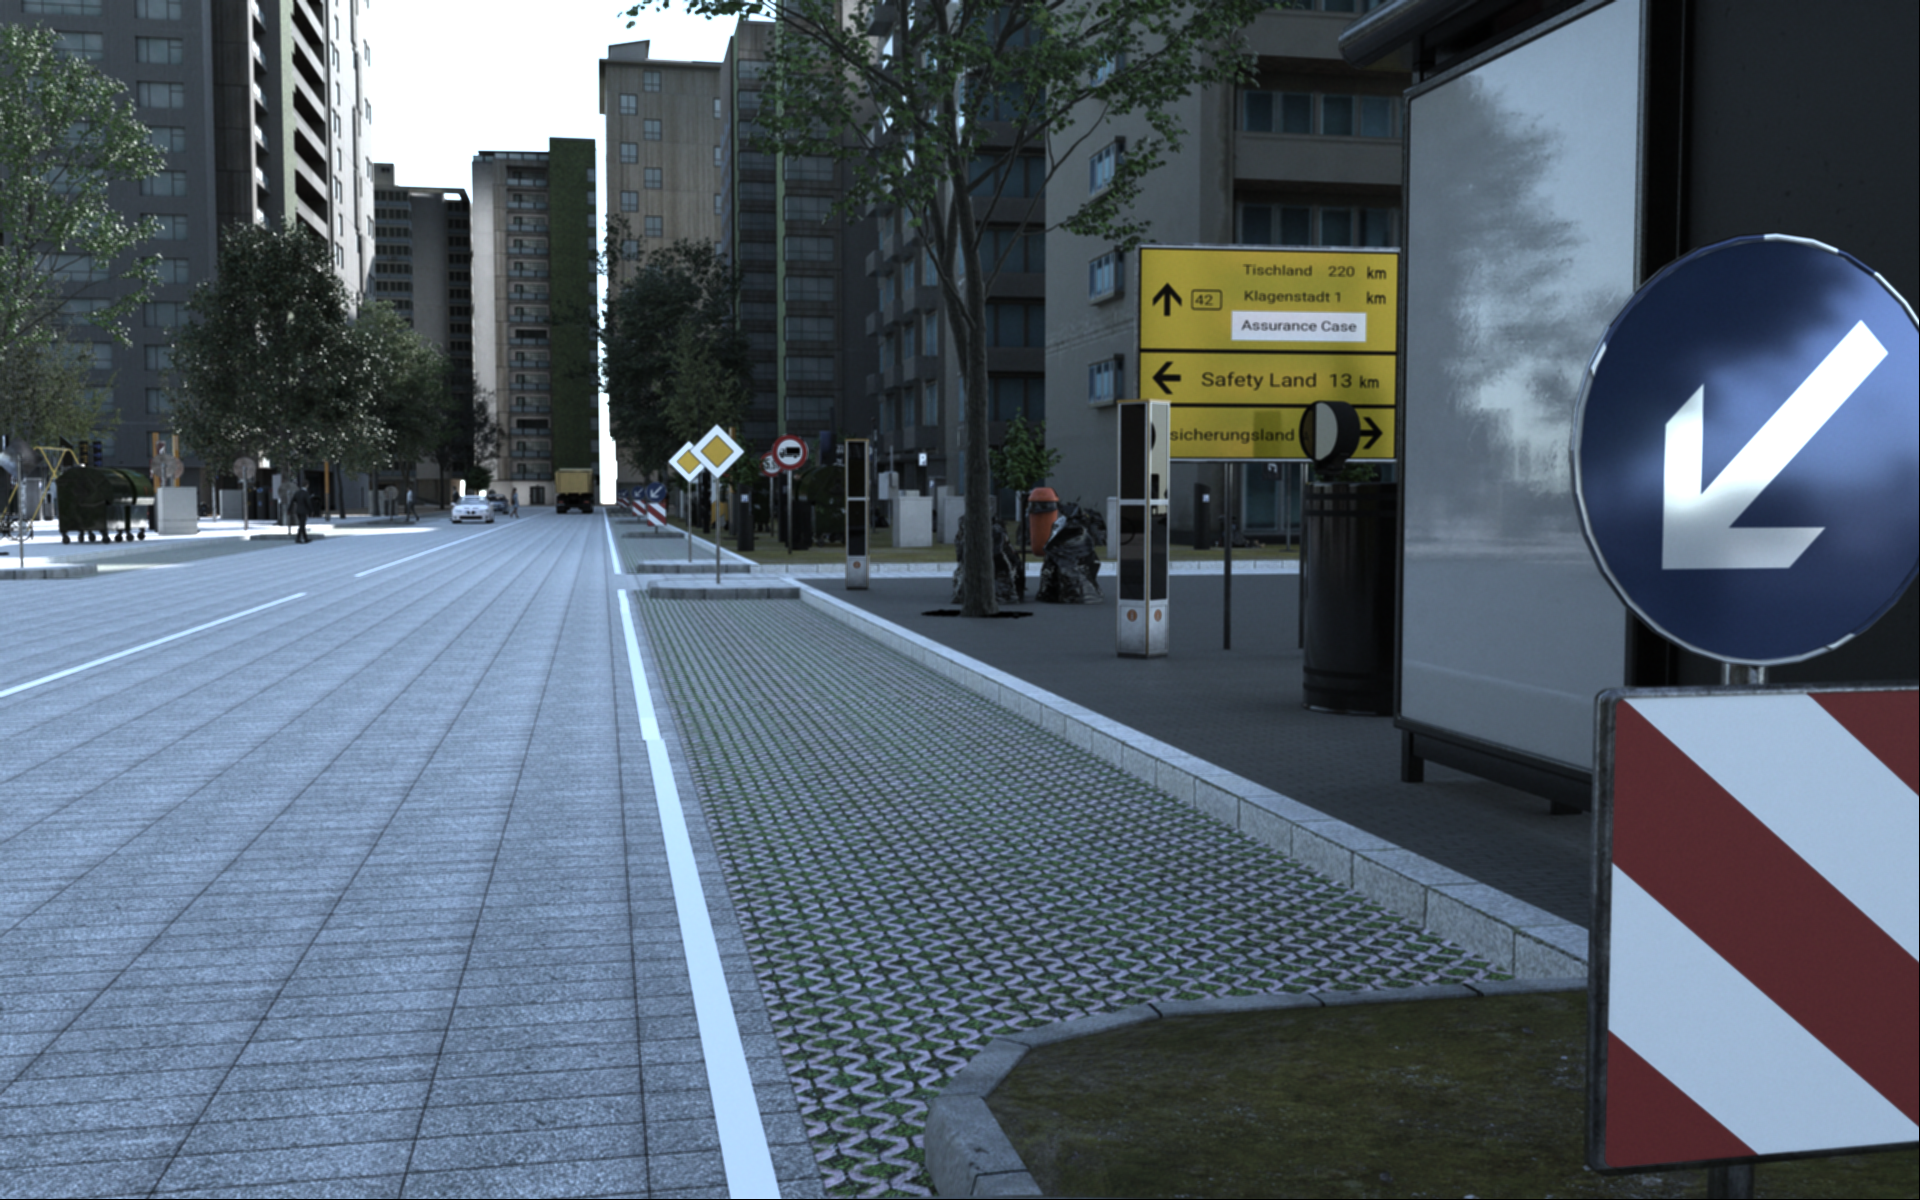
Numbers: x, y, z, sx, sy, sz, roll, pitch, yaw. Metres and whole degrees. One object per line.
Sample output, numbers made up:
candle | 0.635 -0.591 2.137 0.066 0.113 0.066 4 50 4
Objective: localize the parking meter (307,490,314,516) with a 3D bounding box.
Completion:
parking meter | -37.214 -5.556 99.244 0.372 1.533 0.369 0 3 0

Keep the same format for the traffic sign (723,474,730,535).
traffic sign | -7.126 -3.274 53.630 0.768 2.556 0.104 0 4 -4

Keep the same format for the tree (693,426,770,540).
tree | -6.372 -3.336 49.151 1.663 3.219 1.824 0 3 0

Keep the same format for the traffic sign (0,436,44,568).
traffic sign | -16.389 -1.625 30.206 0.795 2.450 0.064 -1 4 -12

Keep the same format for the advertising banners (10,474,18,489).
advertising banners | -49.167 -5.819 91.328 2.074 3.025 0.090 0 4 4

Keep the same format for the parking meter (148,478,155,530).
parking meter | -28.820 -3.433 61.839 0.255 1.863 0.399 -1 4 -16

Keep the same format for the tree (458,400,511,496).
tree | -46.421 -13.928 162.127 8.767 10.594 7.601 -1 4 -18

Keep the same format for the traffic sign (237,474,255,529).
traffic sign | -25.928 -3.719 62.929 0.606 2.300 0.079 0 4 -5

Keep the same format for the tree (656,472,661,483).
tree | -23.460 -8.648 135.989 1.663 3.219 1.824 0 3 0

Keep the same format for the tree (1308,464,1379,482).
tree | 8.805 -2.721 39.087 1.663 3.219 1.824 0 3 0

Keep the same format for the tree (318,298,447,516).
tree | -33.825 -11.160 100.592 7.486 12.596 7.792 0 3 0

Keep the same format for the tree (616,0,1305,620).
tree | 0.028 -5.635 17.882 9.928 11.665 9.643 0 3 0

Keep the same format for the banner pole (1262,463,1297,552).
banner pole | 7.146 -2.982 38.768 0.863 3.779 0.401 2 4 30

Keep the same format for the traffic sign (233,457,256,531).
traffic sign | -24.756 -3.660 59.944 0.768 2.556 0.104 0 4 -5

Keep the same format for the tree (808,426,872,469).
tree | -5.730 -6.089 83.271 4.285 4.588 4.351 0 3 0

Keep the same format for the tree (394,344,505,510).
tree | -42.436 -14.152 141.750 12.009 13.543 11.850 0 3 0

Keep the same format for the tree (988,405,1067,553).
tree | 1.232 -2.650 37.930 1.663 3.219 1.824 0 3 0

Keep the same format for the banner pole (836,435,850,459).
banner pole | -4.962 -5.111 73.576 0.863 3.779 0.401 0 4 0

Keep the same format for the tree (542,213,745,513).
tree | -21.380 -16.047 118.261 12.611 20.169 13.585 0 3 0

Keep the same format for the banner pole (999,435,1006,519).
banner pole | 1.943 -5.136 73.986 0.863 3.779 0.401 -1 4 -8

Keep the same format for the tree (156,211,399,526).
tree | -27.735 -9.403 70.749 9.611 12.733 9.660 0 3 0

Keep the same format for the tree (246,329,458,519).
tree | -32.302 -9.506 89.835 7.601 10.594 8.767 3 4 38

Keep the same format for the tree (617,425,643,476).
tree | -27.962 -12.428 153.556 4.737 8.622 4.395 0 3 0

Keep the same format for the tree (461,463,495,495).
tree | -49.127 -11.799 176.623 4.285 4.588 4.351 0 3 0

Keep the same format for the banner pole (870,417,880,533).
banner pole | -2.765 -4.052 56.260 0.401 3.779 0.863 -1 4 -12

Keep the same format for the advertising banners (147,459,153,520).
advertising banners | -40.310 -5.488 85.911 0.090 3.025 2.074 -1 4 -8

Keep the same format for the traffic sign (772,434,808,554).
traffic sign | -3.623 -2.249 36.871 0.768 2.556 0.104 -1 4 -11

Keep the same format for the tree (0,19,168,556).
tree | -20.618 -6.750 36.113 9.928 11.665 9.643 0 3 0

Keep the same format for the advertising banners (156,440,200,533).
advertising banners | -25.436 -3.675 56.277 2.074 3.025 0.090 2 4 30

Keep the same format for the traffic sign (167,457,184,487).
traffic sign | -26.785 -3.596 58.896 0.768 2.556 0.104 -1 4 -10

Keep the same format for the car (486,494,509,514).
car | -33.179 -6.826 123.613 2.014 1.417 4.499 -1 4 -11

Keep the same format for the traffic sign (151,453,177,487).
traffic sign | -24.880 -3.304 54.129 0.768 2.556 0.104 0 4 -8

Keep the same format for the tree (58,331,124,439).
tree | -40.783 -7.890 79.358 4.737 8.622 4.395 0 3 0

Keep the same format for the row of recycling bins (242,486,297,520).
row of recycling bins | -34.166 -4.818 85.889 3.534 1.692 1.069 2 4 25

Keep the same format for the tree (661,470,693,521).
tree | -12.657 -5.310 81.414 1.663 3.219 1.824 0 3 0

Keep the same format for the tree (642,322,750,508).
tree | -11.026 -7.509 73.133 4.737 8.622 4.395 0 3 0

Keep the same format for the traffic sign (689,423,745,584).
traffic sign | -3.459 -1.288 24.702 0.795 2.450 0.064 -1 4 -12

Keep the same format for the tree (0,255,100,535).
tree | -29.259 -6.344 54.086 4.360 8.622 3.978 0 3 0

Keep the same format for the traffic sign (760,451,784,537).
traffic sign | -5.615 -3.160 51.776 0.768 2.556 0.104 -1 4 -8

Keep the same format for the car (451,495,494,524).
car | -24.137 -4.497 85.895 2.083 1.381 4.827 -1 4 -13

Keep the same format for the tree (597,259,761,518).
tree | -15.142 -11.442 93.731 9.857 13.997 8.962 0 3 0

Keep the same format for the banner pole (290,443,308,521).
banner pole | -31.969 -5.729 83.680 0.863 3.779 0.401 -3 4 -38

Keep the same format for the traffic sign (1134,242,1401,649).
traffic sign | 2.530 -1.247 14.262 2.265 3.308 0.079 0 4 -8

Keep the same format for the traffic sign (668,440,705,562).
traffic sign | -5.080 -1.766 32.521 0.795 2.450 0.064 -1 4 -12

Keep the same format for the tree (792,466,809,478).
tree | -9.419 -6.650 103.323 1.663 3.219 1.824 0 3 0

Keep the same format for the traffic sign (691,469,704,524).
traffic sign | -10.328 -4.035 68.102 0.606 2.300 0.079 0 4 -2

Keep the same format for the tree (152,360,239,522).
tree | -34.562 -7.896 79.460 4.360 8.622 3.978 0 3 0
